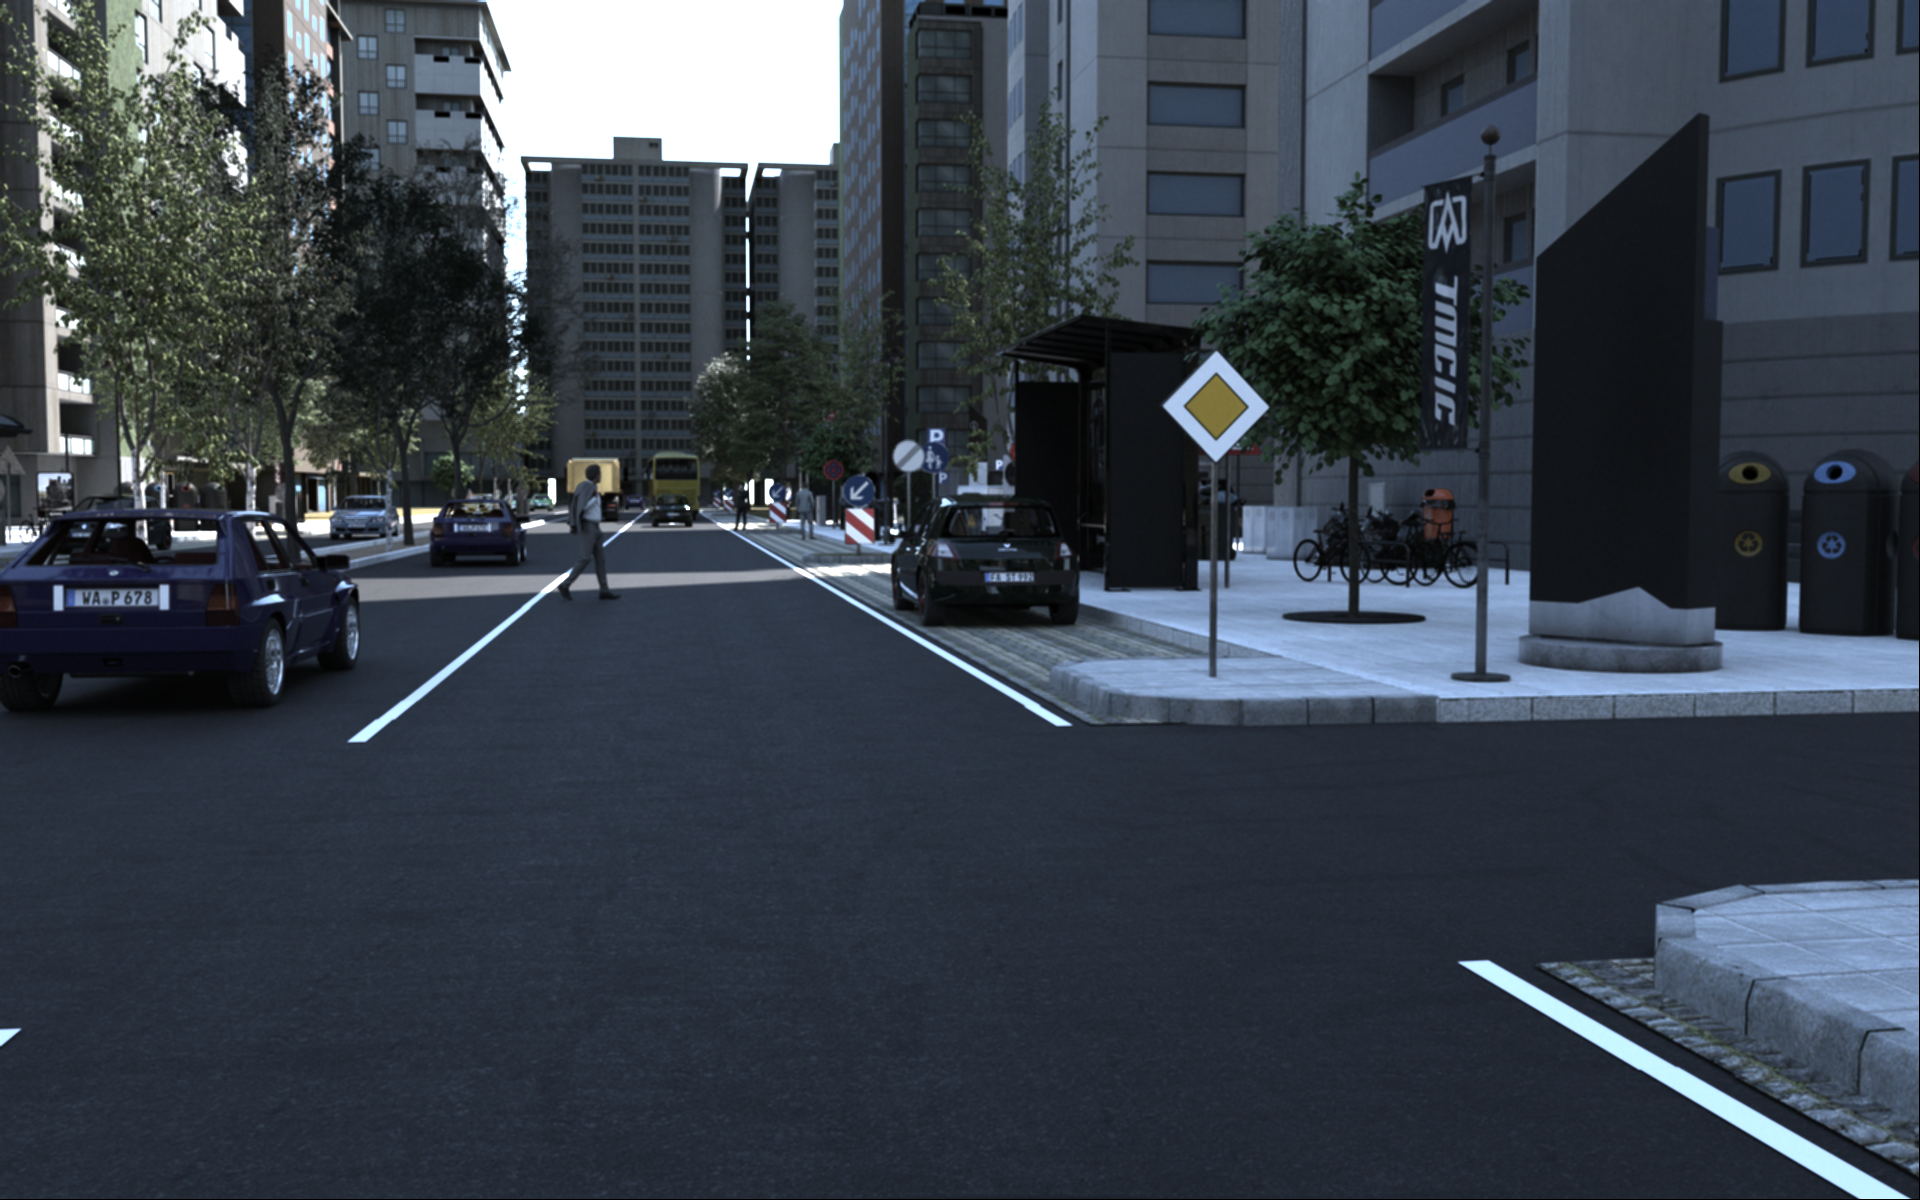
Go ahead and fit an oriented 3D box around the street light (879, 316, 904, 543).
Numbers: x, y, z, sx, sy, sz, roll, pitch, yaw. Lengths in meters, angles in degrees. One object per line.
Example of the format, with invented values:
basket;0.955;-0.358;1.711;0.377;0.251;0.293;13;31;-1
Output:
street light;-1.791;-4.428;45.180;0.468;5.910;1.993;-1;4;-10

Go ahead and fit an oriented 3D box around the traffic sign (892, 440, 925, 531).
traffic sign;-1.215;-2.498;40.953;0.768;2.556;0.104;0;4;-1

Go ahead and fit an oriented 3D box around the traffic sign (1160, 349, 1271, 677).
traffic sign;1.771;-0.517;12.089;0.795;2.450;0.064;-1;4;-10

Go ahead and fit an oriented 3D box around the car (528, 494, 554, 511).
car;-35.117;-8.156;145.155;2.131;1.459;4.920;-1;4;-10

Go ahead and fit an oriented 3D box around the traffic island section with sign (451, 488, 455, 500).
traffic island section with sign;-31.897;-6.186;109.774;1.989;1.847;2.006;-1;4;-10

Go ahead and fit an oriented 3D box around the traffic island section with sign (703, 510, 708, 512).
traffic island section with sign;-19.650;-7.979;139.089;1.989;1.847;2.006;-1;4;-10

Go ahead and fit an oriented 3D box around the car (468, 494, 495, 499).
car;-25.372;-4.991;91.822;2.015;1.641;3.980;-1;4;-10

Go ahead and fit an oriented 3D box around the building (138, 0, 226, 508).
building;-54.718;-30.755;92.076;28.713;52.752;27.495;-1;4;-10

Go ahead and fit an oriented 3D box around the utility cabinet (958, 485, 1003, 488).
utility cabinet;0.535;-2.172;44.195;1.173;1.500;0.318;0;4;1

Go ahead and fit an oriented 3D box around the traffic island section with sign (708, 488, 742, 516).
traffic island section with sign;-15.148;-6.354;112.511;1.989;1.847;2.006;-1;4;-10

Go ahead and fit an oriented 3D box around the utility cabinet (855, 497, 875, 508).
utility cabinet;-4.689;-4.663;84.911;0.318;1.500;1.173;-3;5;-44

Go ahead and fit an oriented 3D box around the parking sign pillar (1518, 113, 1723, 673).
parking sign pillar;4.980;-1.499;12.980;1.447;3.967;1.447;-3;4;-38

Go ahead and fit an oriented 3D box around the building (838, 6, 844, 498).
building;-3.521;-28.450;148.758;14.154;41.232;14.086;-1;4;-10

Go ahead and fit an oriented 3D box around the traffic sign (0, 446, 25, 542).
traffic sign;-25.595;-2.849;46.589;0.884;2.594;0.081;0;4;-4

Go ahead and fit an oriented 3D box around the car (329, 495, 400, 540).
car;-19.225;-2.693;56.040;2.014;1.417;4.499;-1;4;-11

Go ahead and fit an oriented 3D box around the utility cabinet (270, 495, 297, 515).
utility cabinet;-30.359;-4.086;77.974;1.020;1.237;0.306;0;4;3

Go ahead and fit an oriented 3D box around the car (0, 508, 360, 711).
car;-5.653;-0.019;12.883;1.945;1.354;3.894;0;4;-8

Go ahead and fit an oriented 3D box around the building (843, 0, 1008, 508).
building;-1.452;-29.626;134.491;14.600;45.320;14.200;-1;4;-10

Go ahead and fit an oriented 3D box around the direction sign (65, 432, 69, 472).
direction sign;-32.567;-4.356;63.210;0.379;3.537;0.876;-2;4;-31

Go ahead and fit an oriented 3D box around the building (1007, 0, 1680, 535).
building;12.629;-32.472;72.911;21.231;58.520;28.212;-1;4;-10

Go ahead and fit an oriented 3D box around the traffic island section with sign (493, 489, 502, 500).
traffic island section with sign;-36.379;-7.812;136.355;1.989;1.847;2.006;-1;4;-10

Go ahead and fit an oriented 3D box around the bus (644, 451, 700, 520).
bus;-16.527;-6.598;99.431;2.896;3.916;12.252;-1;4;-12

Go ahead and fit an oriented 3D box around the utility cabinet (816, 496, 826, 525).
utility cabinet;-5.871;-3.791;73.146;0.306;1.237;1.020;-1;4;-13

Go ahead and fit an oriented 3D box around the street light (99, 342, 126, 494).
street light;-24.095;-4.696;49.571;0.468;5.910;1.993;-1;4;-10

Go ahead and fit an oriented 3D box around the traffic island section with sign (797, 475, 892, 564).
traffic island section with sign;-2.306;-1.700;36.427;1.989;1.847;2.006;-1;4;-10

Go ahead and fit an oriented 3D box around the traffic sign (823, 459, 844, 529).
traffic sign;-4.652;-3.897;63.826;0.768;2.556;0.104;0;4;-2

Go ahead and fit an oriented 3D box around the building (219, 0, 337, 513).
building;-50.188;-28.401;114.468;14.600;45.320;14.200;-1;4;-10

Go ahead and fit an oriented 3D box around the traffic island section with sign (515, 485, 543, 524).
traffic island section with sign;-21.311;-4.648;84.139;2.006;1.907;1.989;-1;4;-10

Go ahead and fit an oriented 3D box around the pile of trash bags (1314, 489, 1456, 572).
pile of trash bags;7.569;-1.233;29.909;1.912;1.369;3.447;-1;4;-13

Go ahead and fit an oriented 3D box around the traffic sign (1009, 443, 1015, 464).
traffic sign;1.463;-2.319;38.016;0.768;2.556;0.104;0;4;-1

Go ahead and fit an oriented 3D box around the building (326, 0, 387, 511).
building;-61.677;-29.383;135.030;28.867;44.769;22.147;-1;4;-10

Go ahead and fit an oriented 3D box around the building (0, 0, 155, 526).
building;-42.318;-23.608;69.583;14.154;41.232;14.086;-1;4;-10

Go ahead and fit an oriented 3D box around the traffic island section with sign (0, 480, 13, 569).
traffic island section with sign;-19.043;-1.529;33.621;1.989;1.847;2.006;-1;4;-10

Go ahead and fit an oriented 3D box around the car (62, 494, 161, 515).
car;-20.747;-1.999;42.464;2.009;1.686;4.222;0;4;-8

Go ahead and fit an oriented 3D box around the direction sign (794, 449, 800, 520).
direction sign;-8.159;-5.797;86.781;0.379;3.537;0.876;-1;4;-15

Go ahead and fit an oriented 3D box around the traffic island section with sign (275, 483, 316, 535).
traffic island section with sign;-23.539;-3.157;60.250;1.989;1.847;2.006;-1;4;-10

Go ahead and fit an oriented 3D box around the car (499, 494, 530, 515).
car;-31.357;-6.741;122.010;2.131;1.459;4.920;-1;4;-11

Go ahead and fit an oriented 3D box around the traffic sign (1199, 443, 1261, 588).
traffic sign;3.639;-1.439;23.533;0.884;2.594;0.081;0;4;-5

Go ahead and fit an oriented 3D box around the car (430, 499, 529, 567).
car;-9.903;-1.416;35.725;1.945;1.354;3.894;-1;4;-11

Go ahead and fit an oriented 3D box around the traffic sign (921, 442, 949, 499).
traffic sign;-0.643;-2.582;42.322;0.768;2.556;0.104;0;4;-6

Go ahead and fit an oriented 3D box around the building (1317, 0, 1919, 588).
building;22.649;-30.014;32.723;28.212;58.520;21.231;-1;4;-10

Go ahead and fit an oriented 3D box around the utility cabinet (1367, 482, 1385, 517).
utility cabinet;7.994;-1.507;33.311;0.318;1.500;1.173;1;4;13

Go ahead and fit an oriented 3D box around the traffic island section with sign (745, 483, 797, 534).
traffic island section with sign;-6.791;-3.326;63.008;1.989;1.847;2.006;-1;4;-10

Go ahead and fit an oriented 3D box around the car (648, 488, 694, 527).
car;-12.741;-4.082;76.532;2.009;1.686;4.222;-1;4;-11

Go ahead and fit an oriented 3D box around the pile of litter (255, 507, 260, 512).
pile of litter;-27.415;-3.301;67.940;1.176;0.858;1.719;1;4;10

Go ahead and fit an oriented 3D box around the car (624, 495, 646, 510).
car;-29.805;-8.941;158.766;1.945;1.354;3.894;-1;4;-9

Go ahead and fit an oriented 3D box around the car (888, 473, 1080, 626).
car;0.214;-0.635;20.174;2.009;1.686;4.222;-1;4;-8

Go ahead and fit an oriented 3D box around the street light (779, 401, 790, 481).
street light;-8.705;-6.933;86.135;0.468;5.910;1.993;-1;4;-10
